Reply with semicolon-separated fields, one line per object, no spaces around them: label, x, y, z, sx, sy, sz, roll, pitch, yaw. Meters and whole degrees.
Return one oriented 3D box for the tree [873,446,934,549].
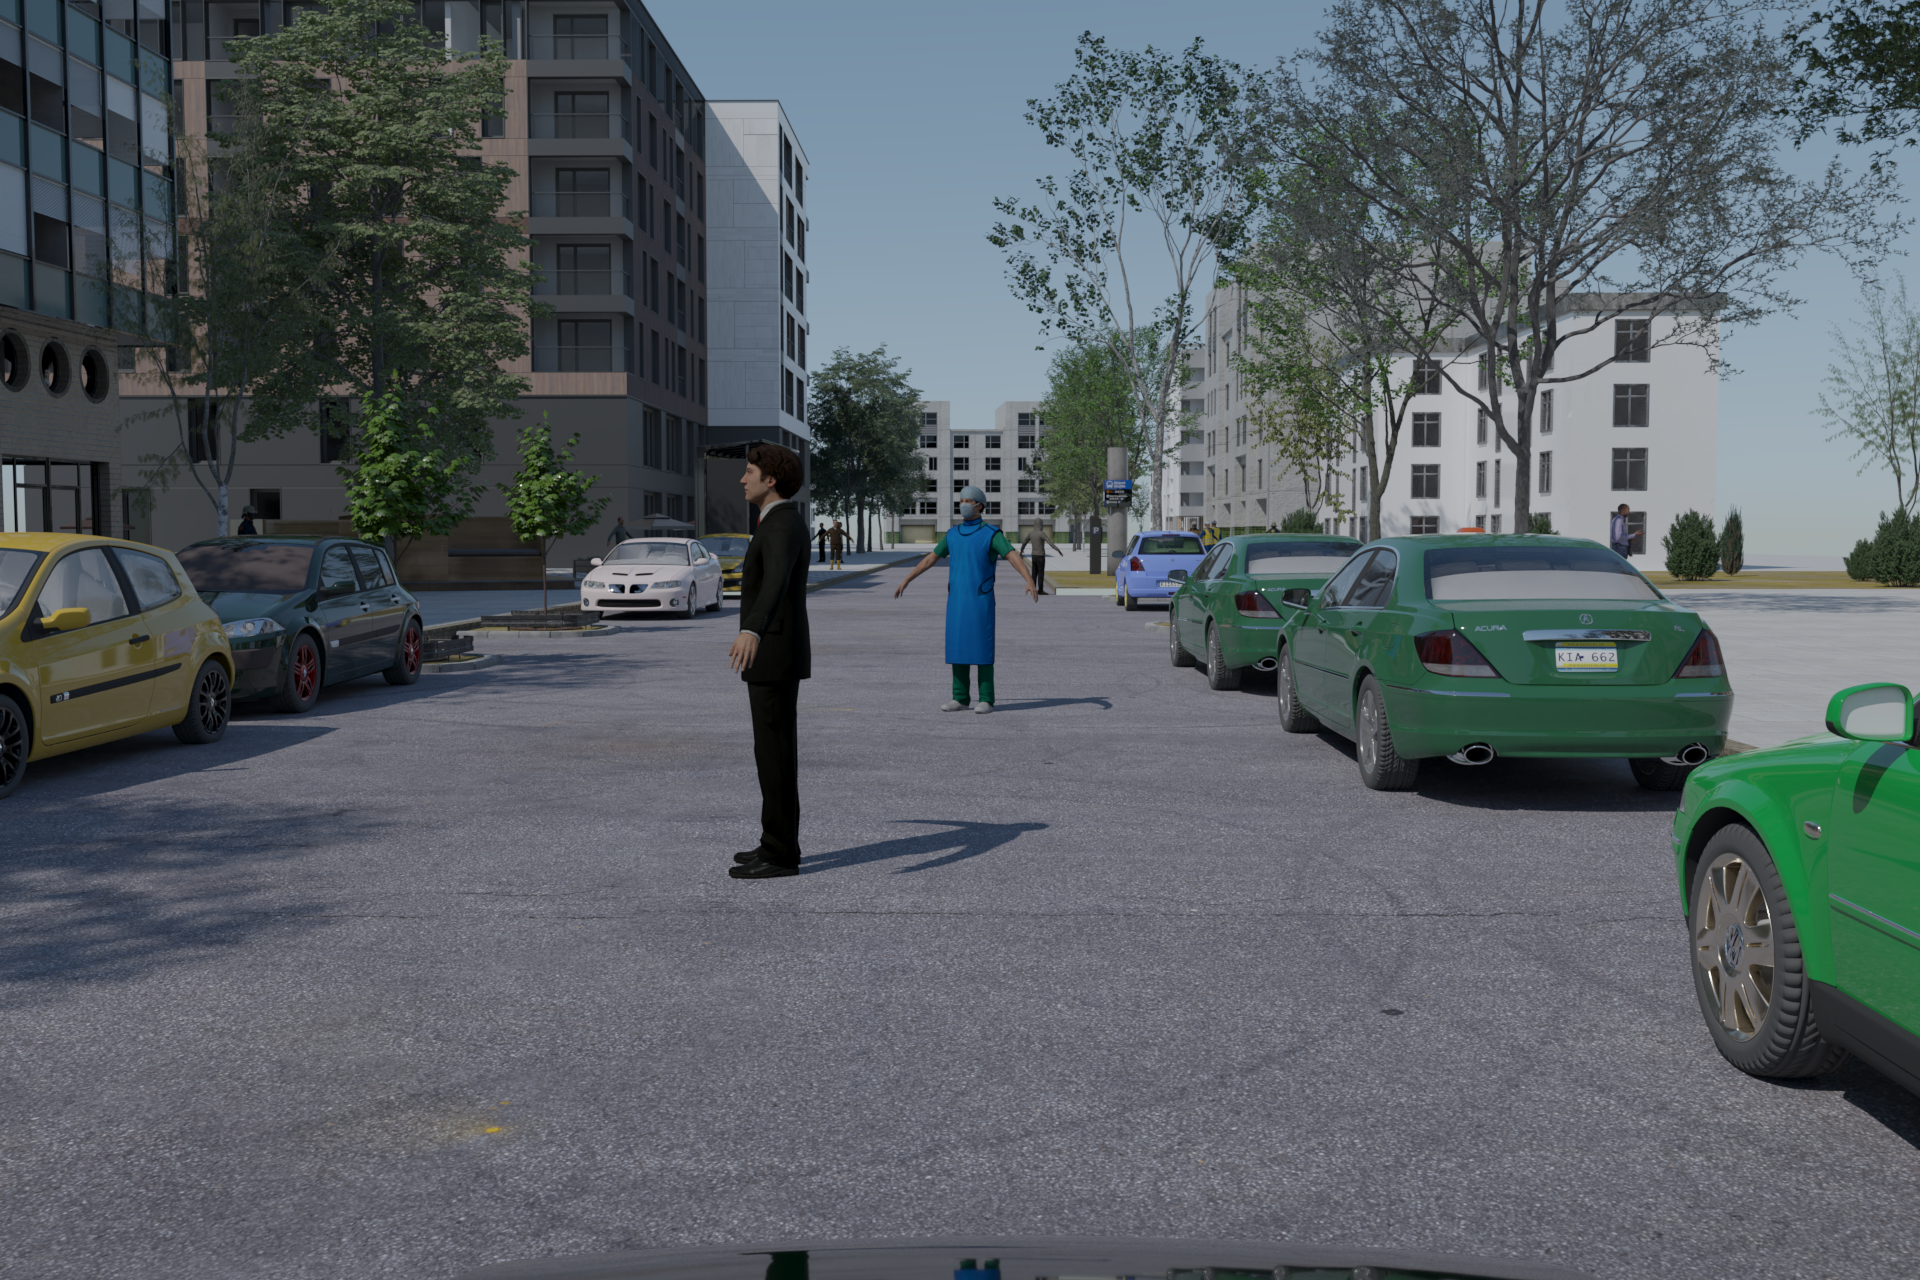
tree;-5.474;-13.012;147.156;8.767;10.594;7.601;3;5;42

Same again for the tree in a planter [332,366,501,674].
tree in a planter;-6.082;-1.308;18.609;1.991;3.239;1.994;0;4;2

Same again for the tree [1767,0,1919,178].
tree;9.650;-4.766;12.339;7.601;10.594;8.767;-1;4;-12

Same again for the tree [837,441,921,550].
tree;-6.434;-12.296;135.455;7.601;10.594;8.767;1;4;21

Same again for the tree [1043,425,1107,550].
tree;9.900;-13.514;139.086;7.486;12.596;7.792;0;3;0

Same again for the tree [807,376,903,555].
tree;-6.990;-10.345;103.550;7.601;10.594;8.767;-2;4;-28

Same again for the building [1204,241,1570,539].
building;26.230;-15.104;113.409;16.747;18.905;31.486;0;4;1

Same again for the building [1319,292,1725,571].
building;22.381;-8.086;74.352;9.099;9.664;28.070;0;4;2

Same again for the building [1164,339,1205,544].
building;25.097;-19.089;168.530;16.016;20.090;11.380;0;4;1

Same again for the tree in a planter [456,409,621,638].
tree in a planter;-5.955;-1.685;24.772;1.991;3.239;1.994;0;4;1

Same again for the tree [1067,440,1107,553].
tree;8.603;-10.369;119.895;4.737;8.622;4.395;0;3;0

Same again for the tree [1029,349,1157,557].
tree;7.663;-10.526;97.856;9.928;11.665;9.643;0;3;0

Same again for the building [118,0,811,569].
building;-22.508;-14.432;79.931;27.936;21.610;32.646;0;4;1

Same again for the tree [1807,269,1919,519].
tree;26.122;-5.936;47.414;4.360;8.622;3.978;0;3;0

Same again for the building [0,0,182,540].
building;-30.769;-13.246;23.152;21.656;26.213;47.522;0;4;1

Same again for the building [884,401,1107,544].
building;5.461;-22.509;236.929;31.486;18.905;16.747;0;4;-4

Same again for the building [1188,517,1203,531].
building;29.512;-20.092;184.930;16.016;20.090;11.380;0;4;1

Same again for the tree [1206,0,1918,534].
tree;9.134;-7.199;28.079;12.009;13.543;11.850;0;3;0

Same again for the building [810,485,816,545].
building;-21.397;-16.024;204.132;9.099;9.664;28.070;0;4;1

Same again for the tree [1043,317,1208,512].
tree;7.797;-9.543;81.790;9.928;11.665;9.643;0;3;0

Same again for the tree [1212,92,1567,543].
tree;9.830;-6.996;40.135;9.928;11.665;9.643;0;3;0

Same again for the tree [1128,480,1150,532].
tree;24.426;-17.411;235.033;4.737;8.622;4.395;0;3;0

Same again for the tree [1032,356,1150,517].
tree;8.402;-11.753;110.286;7.486;12.596;7.792;0;3;0

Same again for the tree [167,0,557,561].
tree;-11.974;-7.152;35.063;7.486;12.596;7.792;0;3;0

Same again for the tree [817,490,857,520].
tree;-17.143;-18.981;236.094;9.928;11.665;9.643;0;3;0

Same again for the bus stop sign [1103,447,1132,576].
bus stop sign;4.806;-3.904;52.851;0.837;3.901;0.837;0;4;2

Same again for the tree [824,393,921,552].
tree;-6.365;-12.147;124.358;9.928;11.665;9.643;0;3;0

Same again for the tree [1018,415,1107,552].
tree;8.264;-11.713;125.920;8.767;10.594;7.601;1;4;11

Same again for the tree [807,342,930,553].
tree;-6.701;-12.708;114.431;9.857;13.997;8.962;0;3;0

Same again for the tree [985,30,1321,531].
tree;6.969;-12.800;65.167;12.611;20.169;13.585;0;3;0

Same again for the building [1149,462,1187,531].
building;27.892;-15.914;202.344;9.099;9.664;28.070;0;4;1

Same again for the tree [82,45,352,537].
tree;-11.221;-4.631;26.073;4.360;8.622;3.978;0;3;0

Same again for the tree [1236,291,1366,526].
tree;10.496;-6.213;51.948;4.737;8.622;4.395;0;3;0

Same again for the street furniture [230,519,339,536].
street furniture;-18.599;-2.938;54.895;11.010;1.723;9.812;3;5;39

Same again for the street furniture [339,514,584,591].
street furniture;-13.745;-2.179;42.489;11.010;1.723;9.812;-2;4;-25
